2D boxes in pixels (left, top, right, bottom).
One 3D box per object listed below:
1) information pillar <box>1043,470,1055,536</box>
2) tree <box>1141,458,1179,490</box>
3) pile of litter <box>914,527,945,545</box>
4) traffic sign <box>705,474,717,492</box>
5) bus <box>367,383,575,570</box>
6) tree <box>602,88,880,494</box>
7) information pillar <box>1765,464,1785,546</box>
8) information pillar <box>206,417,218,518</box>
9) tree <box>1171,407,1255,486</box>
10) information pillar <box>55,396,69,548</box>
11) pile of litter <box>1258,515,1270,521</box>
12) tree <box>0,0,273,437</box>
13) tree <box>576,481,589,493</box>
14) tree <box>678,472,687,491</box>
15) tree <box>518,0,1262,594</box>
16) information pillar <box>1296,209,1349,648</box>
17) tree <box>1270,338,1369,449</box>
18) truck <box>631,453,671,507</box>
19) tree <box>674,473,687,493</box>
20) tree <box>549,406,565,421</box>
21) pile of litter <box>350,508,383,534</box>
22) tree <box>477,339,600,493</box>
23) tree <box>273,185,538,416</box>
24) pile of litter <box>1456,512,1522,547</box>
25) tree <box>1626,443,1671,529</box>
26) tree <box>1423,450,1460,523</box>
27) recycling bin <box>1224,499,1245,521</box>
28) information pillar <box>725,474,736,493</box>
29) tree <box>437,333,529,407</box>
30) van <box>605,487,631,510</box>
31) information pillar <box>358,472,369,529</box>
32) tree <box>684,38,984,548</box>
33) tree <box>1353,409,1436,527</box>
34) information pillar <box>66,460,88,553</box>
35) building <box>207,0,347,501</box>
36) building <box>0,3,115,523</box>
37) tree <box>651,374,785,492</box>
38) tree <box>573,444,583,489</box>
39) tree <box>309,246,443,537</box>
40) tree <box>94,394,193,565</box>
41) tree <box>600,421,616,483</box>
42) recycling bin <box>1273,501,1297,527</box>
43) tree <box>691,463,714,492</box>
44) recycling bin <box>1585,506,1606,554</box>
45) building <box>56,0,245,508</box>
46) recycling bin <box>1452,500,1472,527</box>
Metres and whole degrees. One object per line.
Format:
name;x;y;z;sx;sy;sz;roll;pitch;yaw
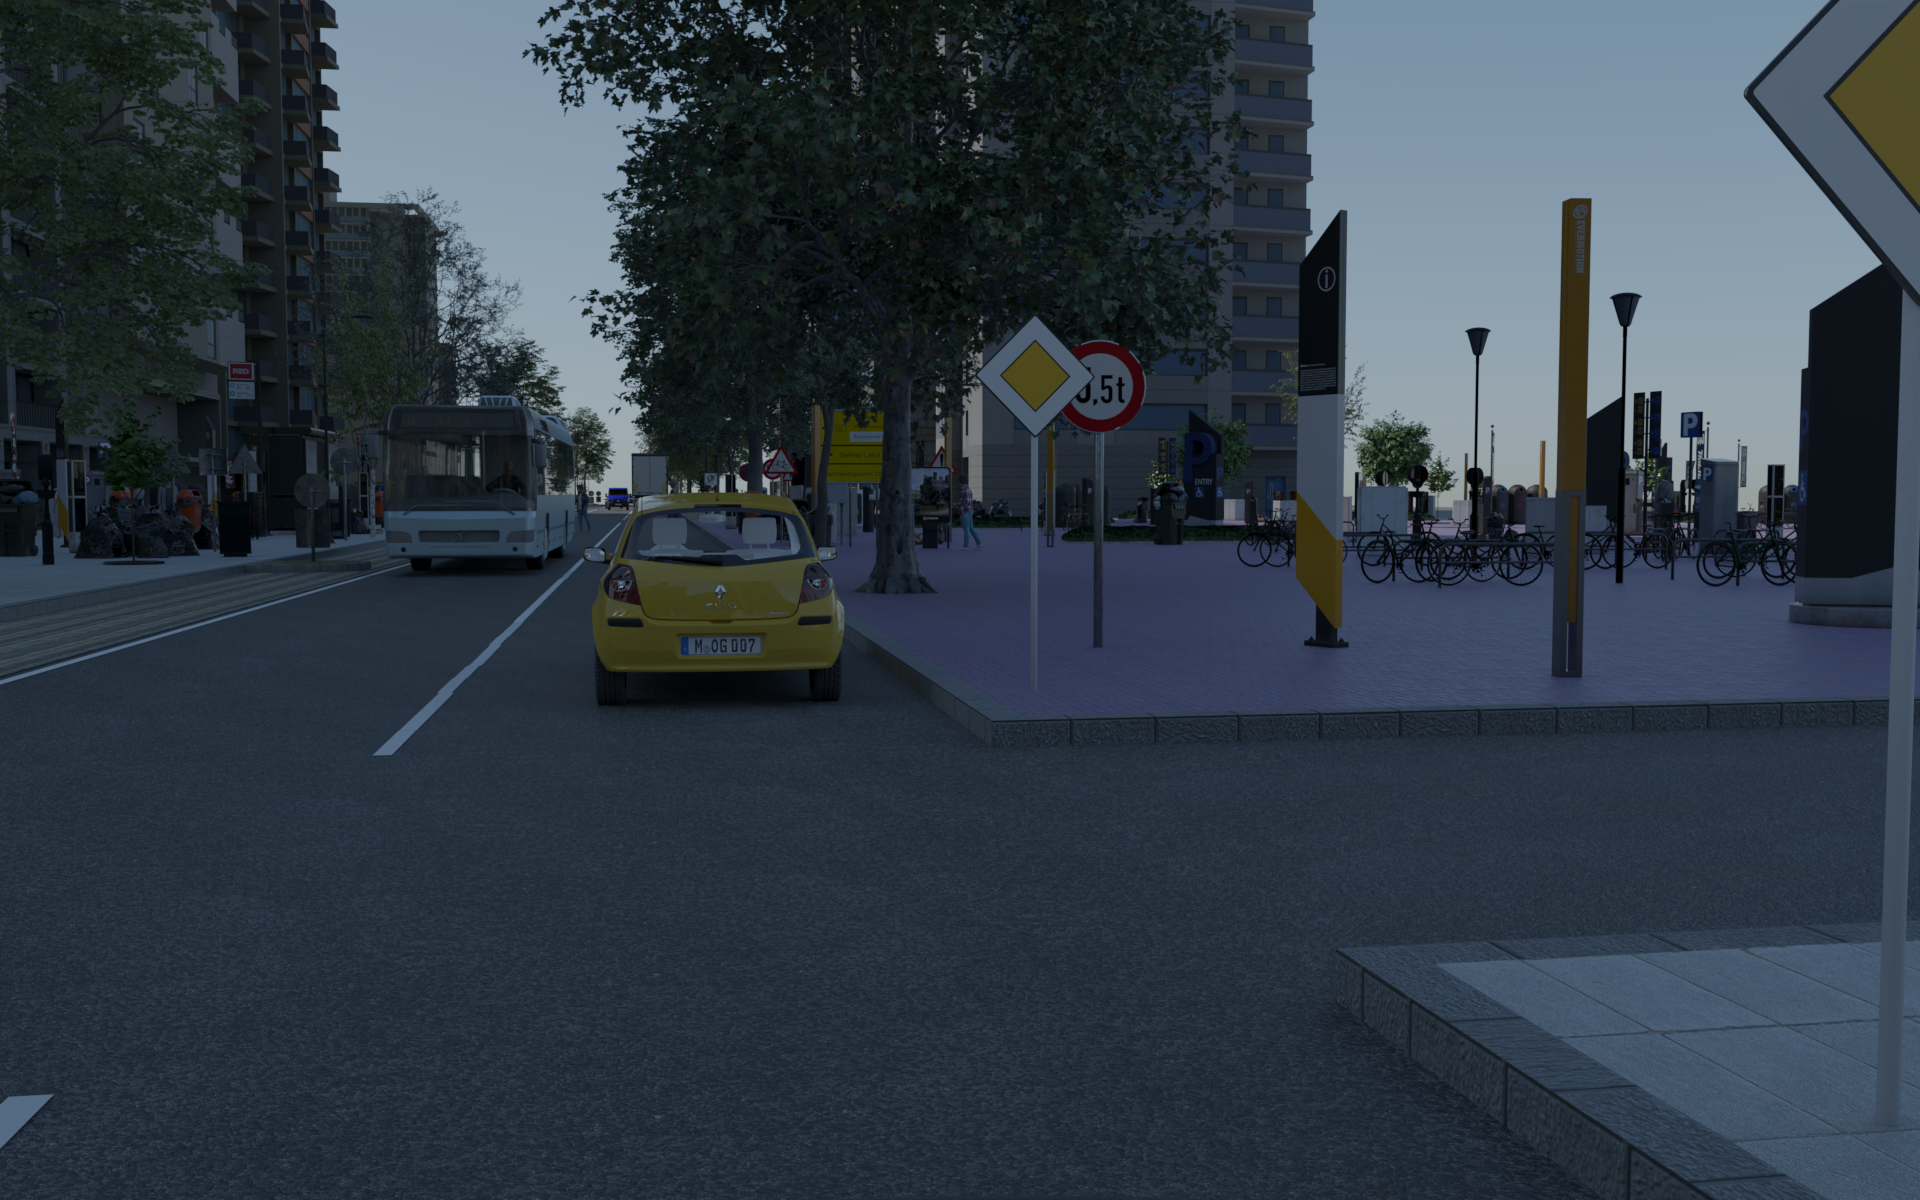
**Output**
information pillar;2.745;-2.981;53.232;0.304;2.012;0.304;-1;4;-11
tree;9.448;-5.262;80.643;1.663;3.219;1.824;0;3;0
pile of litter;-1.012;-1.850;44.218;1.176;0.858;1.719;2;4;33
traffic sign;-12.251;-5.081;85.202;0.606;2.300;0.079;0;4;-2
bus;-9.566;-2.483;35.450;2.948;3.499;13.247;-1;4;-9
tree;-6.189;-8.951;53.004;9.857;13.997;8.962;0;3;0
information pillar;20.145;-2.343;42.801;0.304;2.012;0.304;0;4;-2
information pillar;-22.733;-3.747;52.616;0.504;3.616;0.183;3;5;45
tree;9.508;-5.001;65.486;4.285;4.588;4.351;0;3;0
information pillar;-21.492;-3.067;41.505;0.504;3.616;0.183;3;4;38
pile of litter;14.247;-4.195;82.556;1.176;0.858;1.719;2;4;34
tree;-12.998;-6.335;21.699;7.486;12.596;7.792;0;3;0
tree;-50.365;-14.421;230.376;1.663;3.219;1.824;0;3;0
tree;-28.994;-14.354;185.046;4.360;8.622;3.978;0;3;0
tree;-0.750;-6.433;22.191;9.611;12.733;9.660;0;3;0
information pillar;3.041;-1.419;14.550;0.183;3.616;0.504;-2;4;-33
tree;15.876;-7.715;76.509;4.737;8.622;4.395;0;3;0
truck;-22.074;-8.243;123.686;2.839;4.237;11.283;-1;4;-9
tree;-31.246;-14.744;191.418;4.737;8.622;4.395;0;3;0
tree;-34.030;-11.663;141.047;4.360;8.622;3.978;0;3;0
pile of litter;-19.220;-2.563;55.865;1.176;0.858;1.719;-2;4;-24
tree;-32.133;-12.761;126.768;7.486;12.596;7.792;0;3;0
tree;-21.883;-9.694;68.874;12.009;13.543;11.850;0;3;0
pile of litter;12.986;-1.726;42.182;1.719;0.858;1.176;2;4;26
tree;25.496;-4.248;64.055;1.663;3.219;1.824;0;3;0
tree;21.015;-4.979;76.004;1.663;3.219;1.824;0;3;0
recycling bin;13.322;-4.374;84.066;0.722;1.027;0.722;-3;5;-43
information pillar;-8.445;-3.627;63.789;0.304;2.012;0.304;1;4;21
tree;-27.048;-10.068;99.024;8.767;10.594;7.601;3;4;37
van;-30.398;-9.155;154.067;2.240;2.365;5.245;-1;4;-11
information pillar;-20.274;-3.327;58.882;0.304;2.012;0.304;-2;4;-23
tree;-2.568;-6.110;34.314;7.601;10.594;8.767;2;4;31
tree;16.756;-5.100;67.098;4.285;4.588;4.351;0;3;0
information pillar;-19.146;-2.023;37.574;0.304;2.012;0.304;3;5;43
building;-55.704;-28.471;120.130;22.147;44.769;28.867;-1;4;-10
building;-44.929;-38.377;65.712;20.563;71.187;20.611;-1;4;-10
tree;-13.092;-10.874;95.923;7.486;12.596;7.792;0;3;0
tree;-41.210;-13.965;178.689;4.737;8.622;4.395;0;3;0
tree;-17.712;-6.222;52.089;4.737;8.622;4.395;0;3;0
tree;-15.087;-2.255;31.471;1.663;3.219;1.824;0;3;0
tree;-48.222;-18.724;224.267;7.486;12.596;7.792;0;3;0
recycling bin;12.534;-3.317;66.784;0.722;1.027;0.722;-1;4;-12
tree;-15.149;-6.653;103.381;1.663;3.219;1.824;0;3;0
recycling bin;13.509;-1.524;37.465;0.722;1.027;0.722;0;4;5
building;-54.577;-30.685;90.946;28.713;52.752;27.495;-1;4;-10
recycling bin;20.665;-3.572;70.948;0.722;1.027;0.722;3;5;44
